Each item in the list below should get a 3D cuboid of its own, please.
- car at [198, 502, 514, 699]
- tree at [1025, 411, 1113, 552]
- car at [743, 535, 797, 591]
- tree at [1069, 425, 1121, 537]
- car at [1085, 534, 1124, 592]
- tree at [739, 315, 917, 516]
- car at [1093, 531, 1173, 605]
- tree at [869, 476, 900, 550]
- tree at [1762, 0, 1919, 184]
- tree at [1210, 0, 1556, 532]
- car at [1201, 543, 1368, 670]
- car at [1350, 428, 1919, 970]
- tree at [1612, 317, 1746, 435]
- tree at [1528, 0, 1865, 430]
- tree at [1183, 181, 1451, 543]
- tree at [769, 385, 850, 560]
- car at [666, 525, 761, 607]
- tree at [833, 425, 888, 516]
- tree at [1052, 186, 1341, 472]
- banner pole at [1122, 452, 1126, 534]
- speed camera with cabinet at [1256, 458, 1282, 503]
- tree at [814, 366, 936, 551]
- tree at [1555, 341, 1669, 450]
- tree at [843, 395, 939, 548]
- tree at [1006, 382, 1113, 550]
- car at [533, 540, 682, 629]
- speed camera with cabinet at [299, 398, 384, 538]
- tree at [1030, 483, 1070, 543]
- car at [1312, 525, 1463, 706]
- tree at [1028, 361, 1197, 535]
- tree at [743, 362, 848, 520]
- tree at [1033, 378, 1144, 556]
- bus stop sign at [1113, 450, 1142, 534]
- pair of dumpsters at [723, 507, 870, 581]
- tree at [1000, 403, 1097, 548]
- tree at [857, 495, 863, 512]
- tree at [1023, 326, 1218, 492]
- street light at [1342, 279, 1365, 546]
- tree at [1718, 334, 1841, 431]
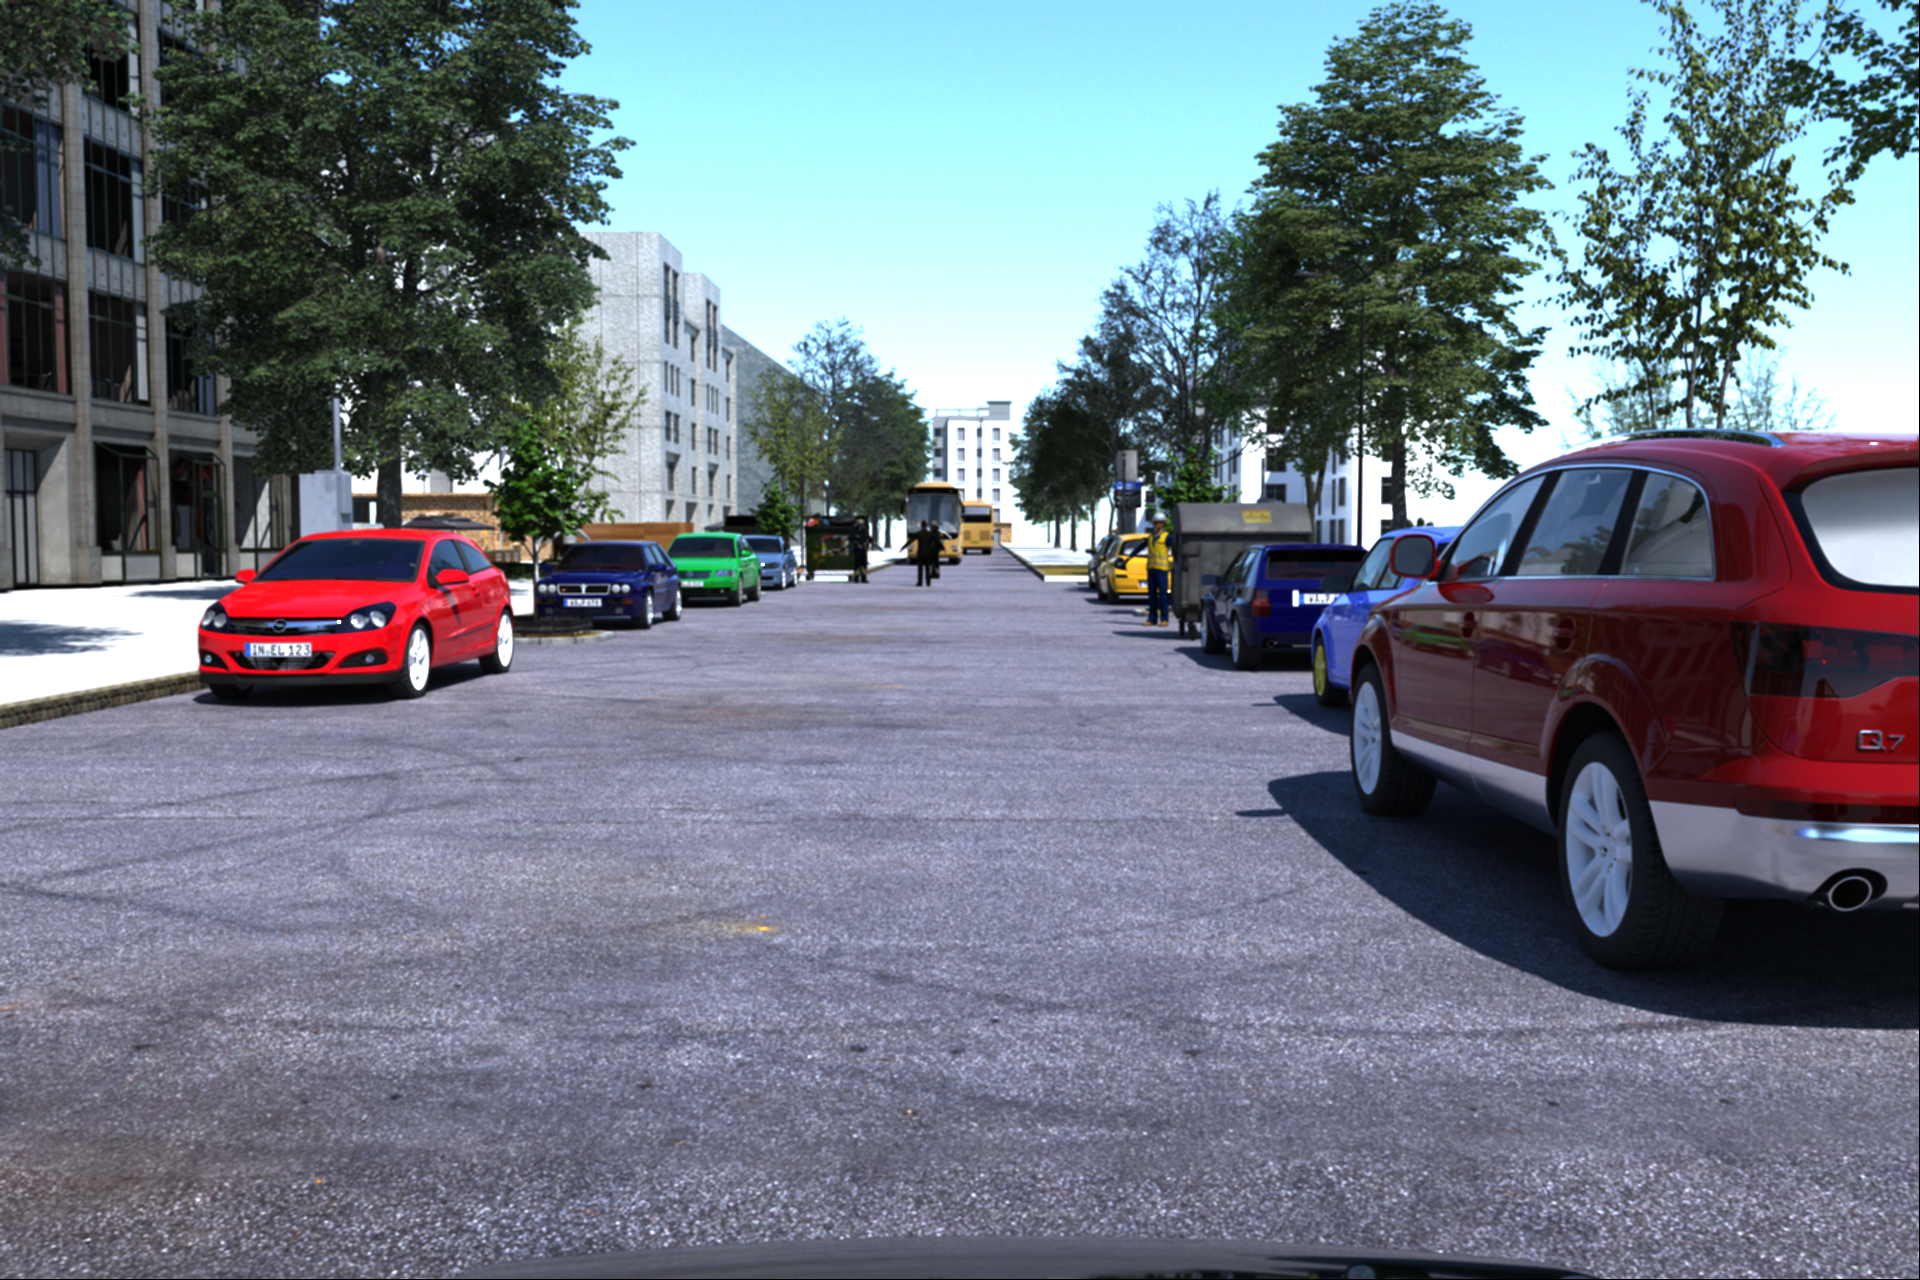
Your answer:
[{"bbox_3d":[-5.576,-0.450,16.391,2.155,1.783,4.494,0,4,1],"label":"car"},{"bbox_3d":[7.879,-11.529,122.915,7.601,10.594,8.767,-2,4,-33],"label":"tree"},{"bbox_3d":[-5.311,-2.048,45.489,2.014,1.417,4.499,0,4,1],"label":"car"},{"bbox_3d":[8.375,-9.655,108.215,4.360,8.622,3.978,0,3,0],"label":"tree"},{"bbox_3d":[4.247,-2.118,44.418,2.009,1.686,4.222,0,4,1],"label":"car"},{"bbox_3d":[-7.363,-11.416,97.029,12.009,13.543,11.850,0,3,0],"label":"tree"},{"bbox_3d":[3.839,-1.602,36.411,2.015,1.641,3.980,0,3,0],"label":"car"},{"bbox_3d":[-6.653,-11.779,142.954,4.360,8.622,3.978,0,3,0],"label":"tree"},{"bbox_3d":[10.260,-5.375,13.633,9.928,11.665,9.643,0,3,0],"label":"tree"},{"bbox_3d":[9.241,-7.318,37.773,7.486,12.596,7.792,0,3,0],"label":"tree"},{"bbox_3d":[3.769,-0.430,19.610,1.945,1.354,3.894,0,4,0],"label":"car"},{"bbox_3d":[3.097,0.088,7.237,2.281,1.827,5.304,0,4,-1],"label":"car"},{"bbox_3d":[23.499,-6.586,58.037,4.360,8.622,3.978,0,3,0],"label":"tree"},{"bbox_3d":[9.415,-4.384,22.039,4.737,8.622,4.395,0,3,0],"label":"tree"},{"bbox_3d":[10.172,-7.563,49.404,9.928,11.665,9.643,0,3,0],"label":"tree"},{"bbox_3d":[-7.929,-8.312,86.265,4.360,8.622,3.978,0,3,0],"label":"tree"},{"bbox_3d":[-5.181,-1.638,35.576,1.959,1.807,4.718,0,4,1],"label":"car"},{"bbox_3d":[-7.589,-10.215,117.381,4.360,8.622,3.978,0,3,0],"label":"tree"},{"bbox_3d":[8.439,-9.276,62.027,12.009,13.543,11.850,0,3,0],"label":"tree"},{"bbox_3d":[5.014,-3.844,52.873,0.401,3.779,0.863,0,4,1],"label":"banner pole"},{"bbox_3d":[8.029,-3.053,44.256,0.660,3.252,2.038,0,4,1],"label":"speed camera with cabinet"},{"bbox_3d":[-6.568,-13.711,130.829,9.857,13.997,8.962,0,3,0],"label":"tree"},{"bbox_3d":[25.341,-7.037,65.413,4.360,8.622,3.978,0,3,0],"label":"tree"},{"bbox_3d":[-6.485,-15.222,155.528,9.857,13.997,8.962,0,3,0],"label":"tree"},{"bbox_3d":[9.083,-14.023,139.642,12.009,13.543,11.850,0,3,0],"label":"tree"},{"bbox_3d":[-5.505,-0.900,27.296,1.945,1.354,3.894,0,4,1],"label":"car"},{"bbox_3d":[-9.270,-1.937,26.010,0.660,3.252,2.038,0,3,0],"label":"speed camera with cabinet"},{"bbox_3d":[12.986,-20.018,245.424,7.486,12.596,7.792,0,3,0],"label":"tree"},{"bbox_3d":[3.825,-0.229,13.338,1.945,1.707,3.694,0,3,0],"label":"car"},{"bbox_3d":[7.612,-9.342,87.155,8.767,10.594,7.601,-1,4,-15],"label":"tree"},{"bbox_3d":[-7.314,-7.613,74.833,4.737,8.622,4.395,0,3,0],"label":"tree"},{"bbox_3d":[7.374,-10.060,98.895,7.601,10.594,8.767,-3,4,-37],"label":"tree"},{"bbox_3d":[5.273,-4.018,54.706,0.837,3.901,0.837,0,4,0],"label":"bus stop sign"},{"bbox_3d":[-4.971,-2.923,52.735,4.436,2.255,1.574,0,4,0],"label":"pair of dumpsters"},{"bbox_3d":[8.817,-15.373,158.007,9.857,13.997,8.962,0,3,0],"label":"tree"},{"bbox_3d":[-13.736,-19.516,244.846,9.928,11.665,9.643,0,3,0],"label":"tree"},{"bbox_3d":[7.287,-8.663,76.057,8.767,10.594,7.601,-1,4,-20],"label":"tree"},{"bbox_3d":[7.686,-3.566,30.847,1.470,5.913,1.316,0,4,1],"label":"street light"},{"bbox_3d":[29.427,-6.924,63.577,4.360,8.622,3.978,0,3,0],"label":"tree"}]
